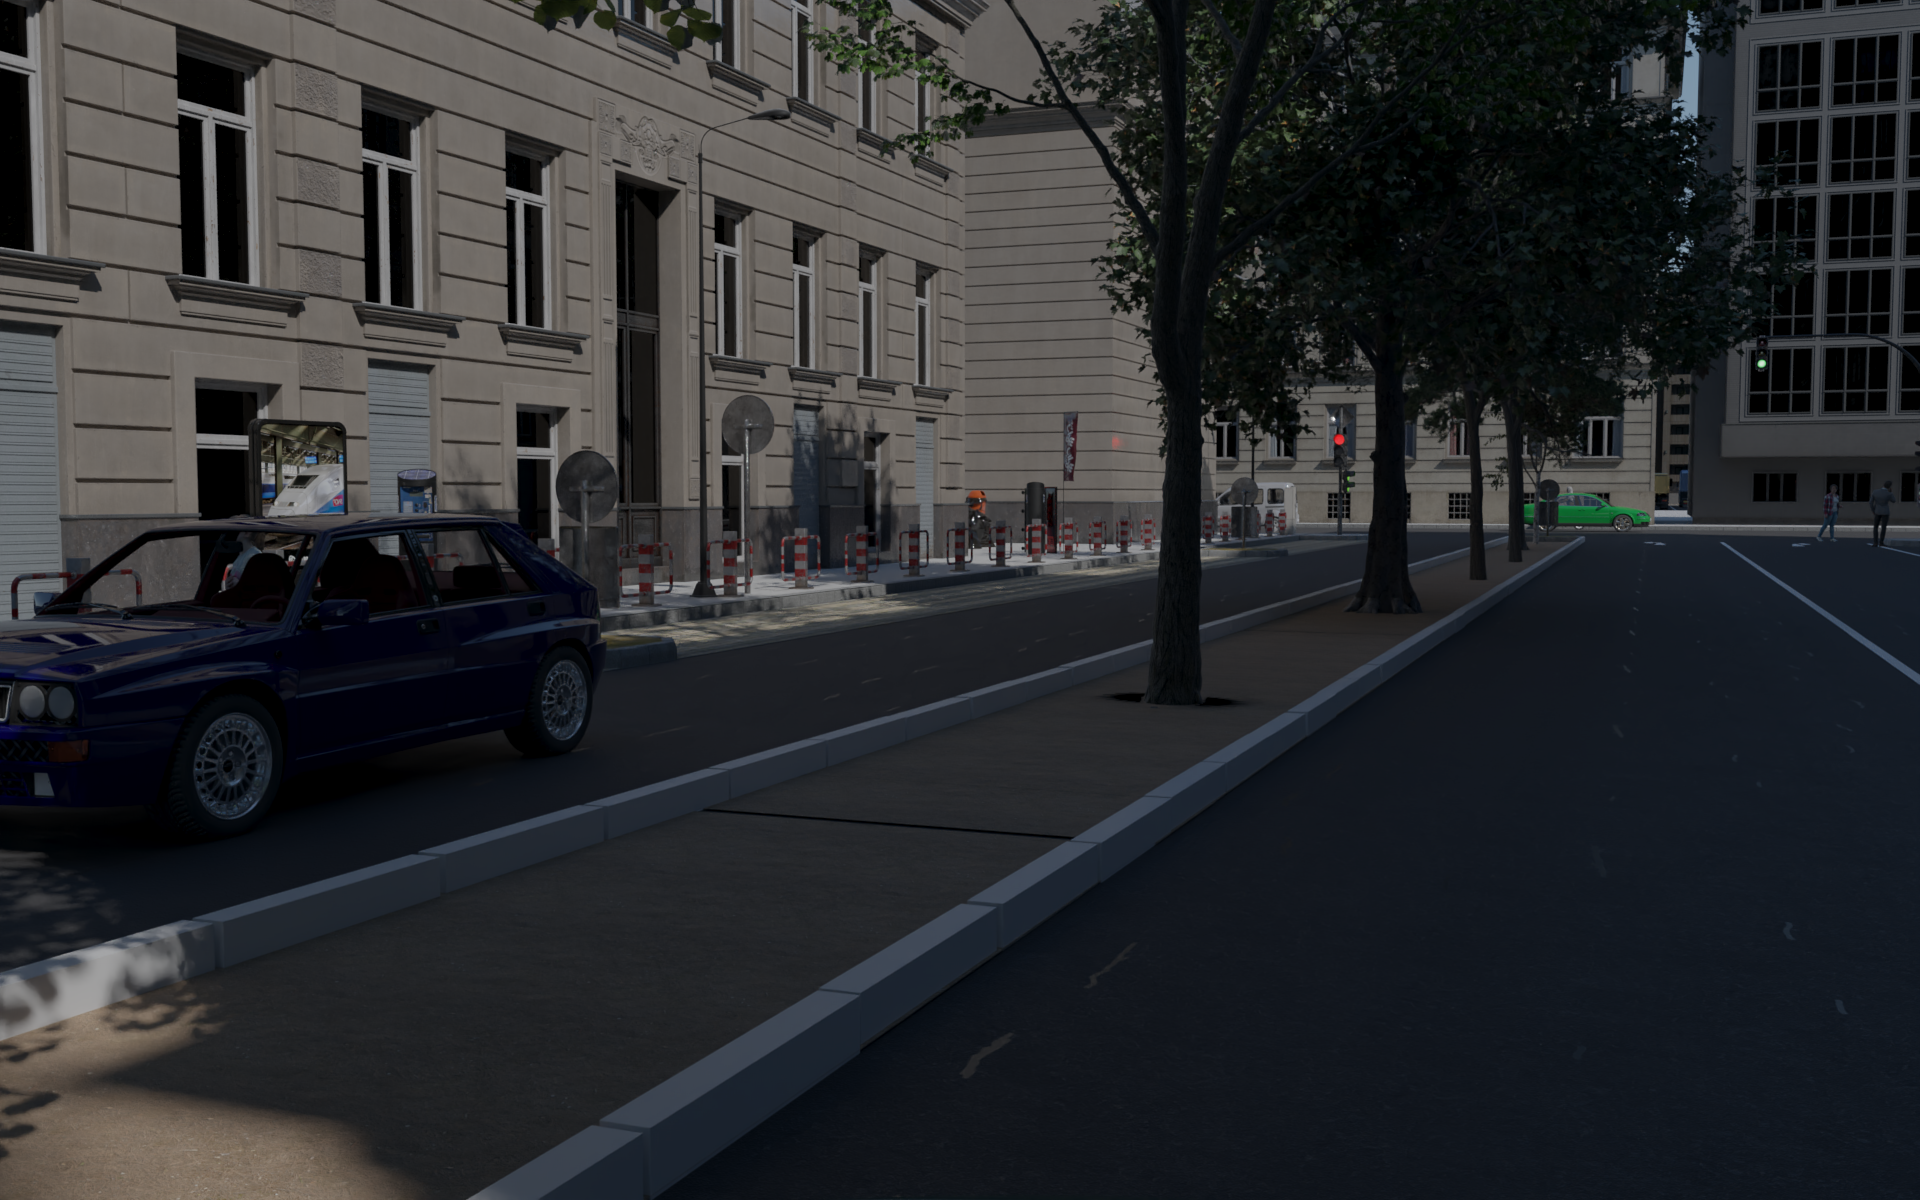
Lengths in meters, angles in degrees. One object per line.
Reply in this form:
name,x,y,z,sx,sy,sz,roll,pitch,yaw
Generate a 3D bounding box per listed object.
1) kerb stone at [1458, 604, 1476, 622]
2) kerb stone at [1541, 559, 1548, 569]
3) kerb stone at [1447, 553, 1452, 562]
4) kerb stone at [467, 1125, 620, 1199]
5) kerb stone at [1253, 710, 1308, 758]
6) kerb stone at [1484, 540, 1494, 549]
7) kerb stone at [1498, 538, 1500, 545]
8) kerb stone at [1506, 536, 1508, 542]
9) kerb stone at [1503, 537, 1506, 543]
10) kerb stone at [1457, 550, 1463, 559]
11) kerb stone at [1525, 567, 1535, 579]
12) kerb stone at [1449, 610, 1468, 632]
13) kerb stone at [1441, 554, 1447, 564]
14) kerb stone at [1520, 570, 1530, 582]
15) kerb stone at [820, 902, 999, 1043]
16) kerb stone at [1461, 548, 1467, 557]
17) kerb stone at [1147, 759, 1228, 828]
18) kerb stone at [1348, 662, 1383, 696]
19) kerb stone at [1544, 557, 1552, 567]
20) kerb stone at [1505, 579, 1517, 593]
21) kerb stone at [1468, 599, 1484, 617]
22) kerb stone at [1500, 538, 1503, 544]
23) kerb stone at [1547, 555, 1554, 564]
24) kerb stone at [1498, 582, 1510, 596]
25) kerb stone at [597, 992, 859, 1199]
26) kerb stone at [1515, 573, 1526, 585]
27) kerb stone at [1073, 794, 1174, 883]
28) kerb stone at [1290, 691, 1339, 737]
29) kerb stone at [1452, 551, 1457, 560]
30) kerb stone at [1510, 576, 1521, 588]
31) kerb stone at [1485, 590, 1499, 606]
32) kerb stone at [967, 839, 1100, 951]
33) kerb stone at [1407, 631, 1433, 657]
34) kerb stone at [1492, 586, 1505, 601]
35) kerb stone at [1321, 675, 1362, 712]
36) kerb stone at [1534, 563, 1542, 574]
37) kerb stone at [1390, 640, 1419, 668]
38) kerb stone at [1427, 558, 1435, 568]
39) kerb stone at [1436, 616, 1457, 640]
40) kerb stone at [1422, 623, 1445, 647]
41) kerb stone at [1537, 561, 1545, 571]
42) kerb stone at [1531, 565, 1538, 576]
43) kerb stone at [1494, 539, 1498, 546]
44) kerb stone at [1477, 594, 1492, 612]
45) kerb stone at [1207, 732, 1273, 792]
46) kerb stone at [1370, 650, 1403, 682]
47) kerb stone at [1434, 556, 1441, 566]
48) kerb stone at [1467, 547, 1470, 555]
kerb stone,5.598,0.180,19.256,0.120,0.150,1.000,1,4,22
kerb stone,10.941,-0.637,32.618,0.120,0.150,1.000,1,4,22
kerb stone,10.135,-0.859,36.241,0.120,0.150,1.000,1,4,22
kerb stone,-0.879,1.173,3.042,0.120,0.150,1.000,1,4,22
kerb stone,1.784,0.769,9.723,0.120,0.150,1.000,1,4,22
kerb stone,13.946,-1.442,45.773,0.120,0.150,1.000,1,4,22
kerb stone,14.704,-1.558,47.677,0.120,0.150,1.000,1,4,22
kerb stone,15.846,-1.733,50.537,0.120,0.150,1.000,1,4,22
kerb stone,15.468,-1.675,49.584,0.120,0.150,1.000,1,4,22
kerb stone,10.901,-0.973,38.144,0.120,0.150,1.000,1,4,22
kerb stone,9.415,-0.404,28.796,0.120,0.150,1.000,1,4,22
kerb stone,5.226,0.239,18.301,0.120,0.150,1.000,1,4,22
kerb stone,9.747,-0.801,35.292,0.120,0.150,1.000,1,4,22
kerb stone,9.031,-0.345,27.839,0.120,0.150,1.000,1,4,22
kerb stone,-0.127,1.059,4.957,0.120,0.150,1.000,1,4,22
kerb stone,11.273,-1.034,39.107,0.120,0.150,1.000,1,4,22
kerb stone,1.026,0.879,7.818,0.120,0.150,1.000,1,4,22
kerb stone,2.924,0.591,12.590,0.120,0.150,1.000,1,4,22
kerb stone,11.329,-0.696,33.568,0.120,0.150,1.000,1,4,22
kerb stone,7.892,-0.170,24.980,0.120,0.150,1.000,1,4,22
kerb stone,5.981,0.123,20.210,0.120,0.150,1.000,1,4,22
kerb stone,15.085,-1.617,48.634,0.120,0.150,1.000,1,4,22
kerb stone,11.706,-0.754,34.520,0.120,0.150,1.000,1,4,22
kerb stone,7.498,-0.112,24.029,0.120,0.150,1.000,1,4,22
kerb stone,-0.497,1.113,3.993,0.120,0.150,1.000,1,4,22
kerb stone,8.647,-0.287,26.885,0.120,0.150,1.000,1,4,22
kerb stone,0.650,0.938,6.861,0.120,0.150,1.000,1,4,22
kerb stone,2.175,0.704,10.677,0.120,0.150,1.000,1,4,22
kerb stone,10.512,-0.917,37.194,0.120,0.150,1.000,1,4,22
kerb stone,8.265,-0.227,25.934,0.120,0.150,1.000,1,4,22
kerb stone,6.742,0.006,22.112,0.120,0.150,1.000,1,4,22
kerb stone,0.264,0.996,5.911,0.120,0.150,1.000,1,4,22
kerb stone,4.073,0.413,15.445,0.120,0.150,1.000,1,4,22
kerb stone,7.123,-0.053,23.064,0.120,0.150,1.000,1,4,22
kerb stone,2.544,0.649,11.634,0.120,0.150,1.000,1,4,22
kerb stone,10.184,-0.521,30.712,0.120,0.150,1.000,1,4,22
kerb stone,3.691,0.471,14.491,0.120,0.150,1.000,1,4,22
kerb stone,8.983,-0.684,33.385,0.120,0.150,1.000,1,4,22
kerb stone,4.839,0.296,17.351,0.120,0.150,1.000,1,4,22
kerb stone,4.453,0.355,16.396,0.120,0.150,1.000,1,4,22
kerb stone,10.558,-0.575,31.668,0.120,0.150,1.000,1,4,22
kerb stone,9.798,-0.461,29.760,0.120,0.150,1.000,1,4,22
kerb stone,14.330,-1.500,46.723,0.120,0.150,1.000,1,4,22
kerb stone,6.362,0.065,21.161,0.120,0.150,1.000,1,4,22
kerb stone,1.407,0.821,8.769,0.120,0.150,1.000,1,4,22
kerb stone,3.312,0.529,13.539,0.120,0.150,1.000,1,4,22
kerb stone,9.371,-0.743,34.338,0.120,0.150,1.000,1,4,22
kerb stone,11.652,-1.093,40.059,0.120,0.150,1.000,1,4,22
